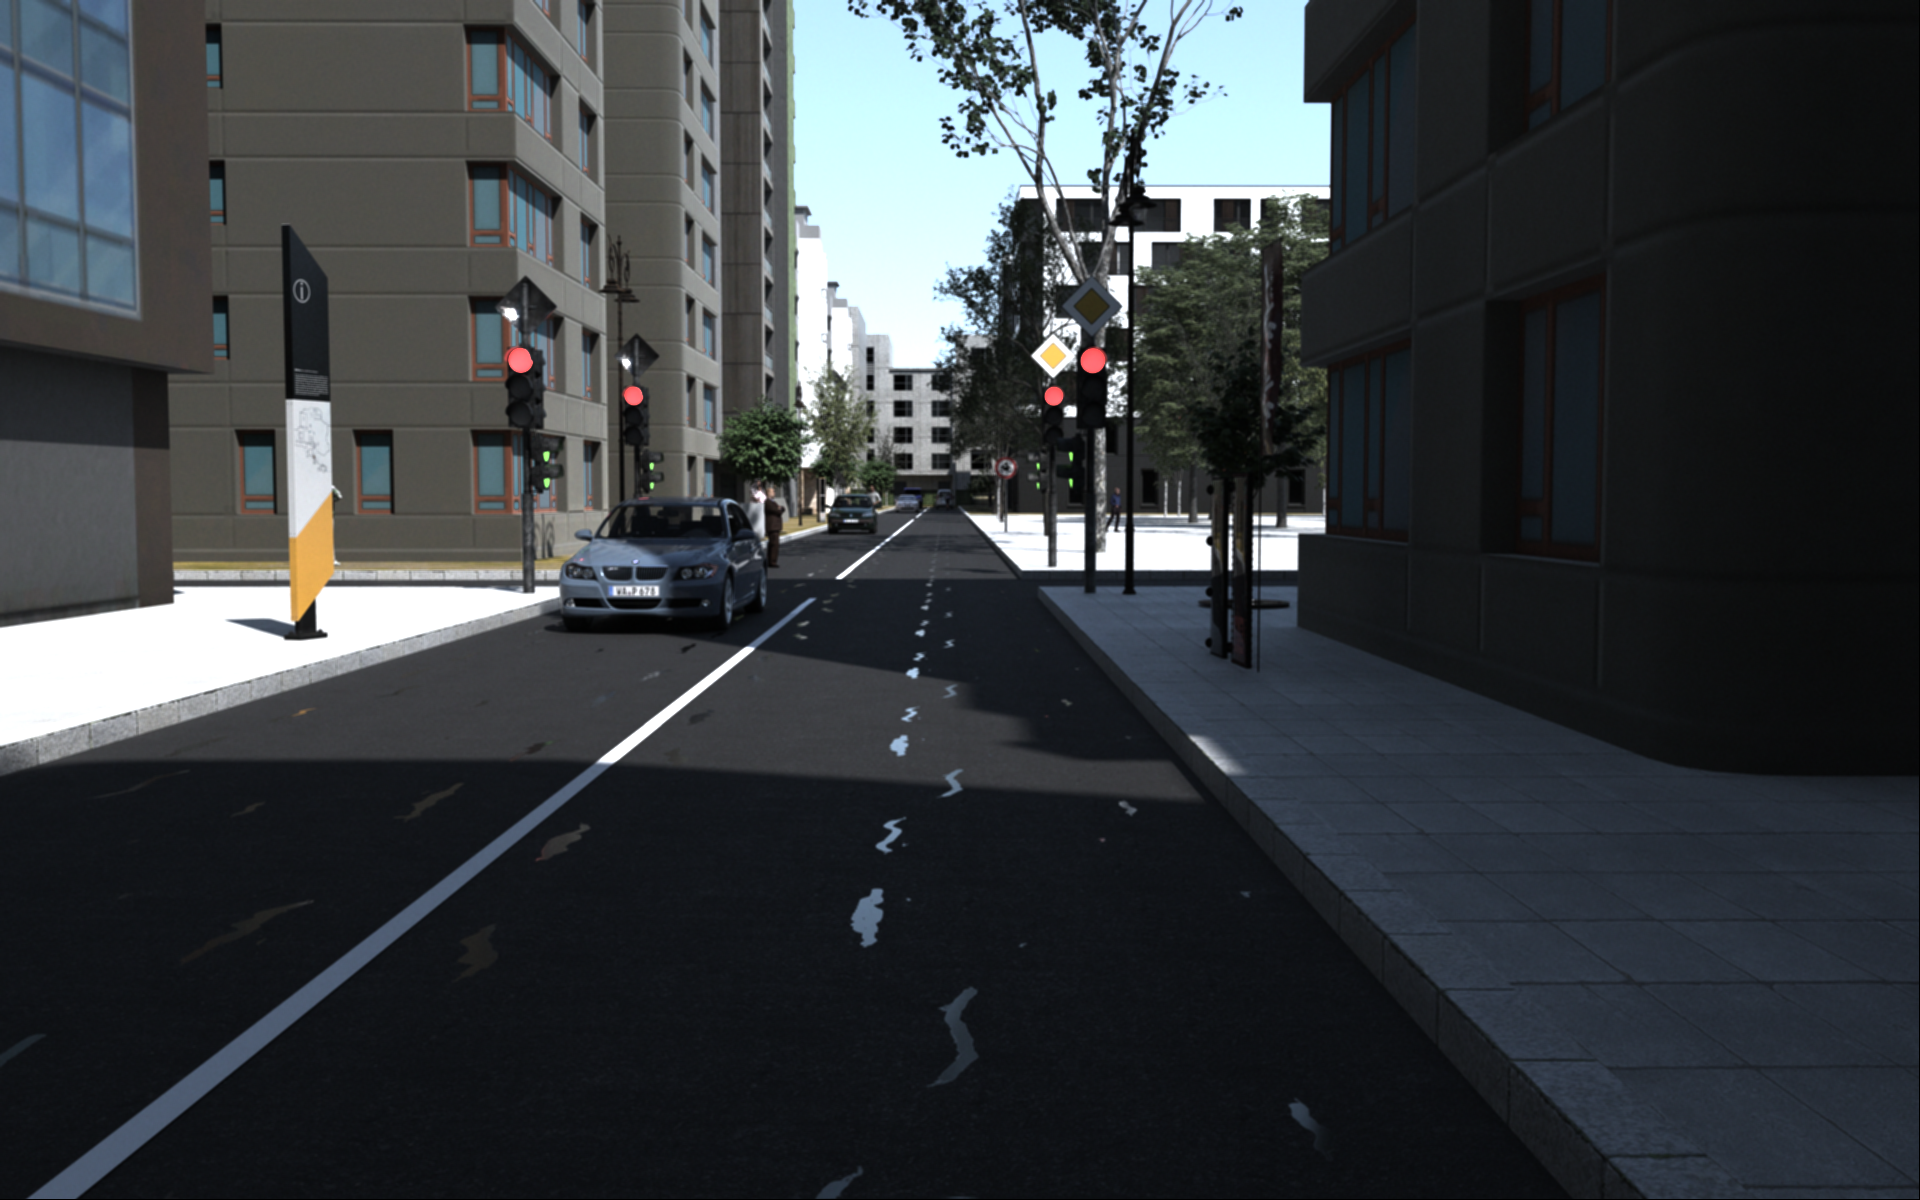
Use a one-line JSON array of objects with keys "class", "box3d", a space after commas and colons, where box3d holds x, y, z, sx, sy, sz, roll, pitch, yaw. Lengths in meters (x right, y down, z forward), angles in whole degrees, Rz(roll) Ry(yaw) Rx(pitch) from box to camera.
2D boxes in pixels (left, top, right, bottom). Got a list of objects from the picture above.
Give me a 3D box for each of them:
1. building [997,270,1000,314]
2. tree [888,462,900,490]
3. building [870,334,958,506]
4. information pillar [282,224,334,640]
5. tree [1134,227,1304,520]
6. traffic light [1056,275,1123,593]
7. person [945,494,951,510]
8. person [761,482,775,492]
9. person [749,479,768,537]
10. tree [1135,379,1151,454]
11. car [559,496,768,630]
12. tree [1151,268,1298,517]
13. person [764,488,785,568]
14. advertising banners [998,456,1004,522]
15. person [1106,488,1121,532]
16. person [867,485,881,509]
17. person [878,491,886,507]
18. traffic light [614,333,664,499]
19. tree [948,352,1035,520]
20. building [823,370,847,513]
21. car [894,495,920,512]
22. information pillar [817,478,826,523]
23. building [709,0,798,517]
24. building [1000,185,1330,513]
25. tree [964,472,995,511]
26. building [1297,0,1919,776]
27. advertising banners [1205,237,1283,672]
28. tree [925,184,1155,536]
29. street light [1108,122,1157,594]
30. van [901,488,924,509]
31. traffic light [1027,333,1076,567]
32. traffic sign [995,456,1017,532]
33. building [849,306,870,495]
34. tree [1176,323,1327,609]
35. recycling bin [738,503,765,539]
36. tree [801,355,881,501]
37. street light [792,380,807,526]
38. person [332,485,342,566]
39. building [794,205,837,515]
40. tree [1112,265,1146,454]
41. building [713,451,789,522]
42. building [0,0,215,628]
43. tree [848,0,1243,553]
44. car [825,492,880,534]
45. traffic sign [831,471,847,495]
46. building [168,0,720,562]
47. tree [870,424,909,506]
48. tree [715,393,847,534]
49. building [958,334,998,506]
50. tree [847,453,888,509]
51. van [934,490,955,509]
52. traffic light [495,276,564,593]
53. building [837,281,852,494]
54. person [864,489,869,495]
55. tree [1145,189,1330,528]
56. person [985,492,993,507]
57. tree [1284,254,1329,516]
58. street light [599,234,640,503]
[{"class": "building", "box3d": [17.412, -19.555, 163.698, 27.936, 21.610, 32.646, 0, 4, 0]}, {"class": "tree", "box3d": [-7.351, -10.062, 148.222, 4.285, 4.588, 4.351, 0, 3, 0]}, {"class": "building", "box3d": [-16.311, -20.365, 199.431, 31.486, 18.905, 16.747, 0, 4, 0]}, {"class": "information pillar", "box3d": [-5.775, -1.467, 15.337, 0.183, 3.616, 0.504, 1, 4, 21]}, {"class": "tree", "box3d": [12.474, -10.877, 84.494, 9.857, 13.997, 8.962, 0, 3, 0]}, {"class": "traffic light", "box3d": [1.673, -2.048, 22.403, 0.839, 4.253, 0.868, 0, 4, 0]}, {"class": "person", "box3d": [-1.004, -8.601, 152.360, 0.421, 1.427, 0.697, 3, 4, 36]}, {"class": "person", "box3d": [-6.624, -3.191, 59.014, 0.445, 1.727, 0.742, 2, 4, 31]}, {"class": "person", "box3d": [-6.075, -2.772, 52.033, 0.621, 1.740, 0.551, 2, 4, 29]}, {"class": "tree", "box3d": [11.584, -8.869, 95.363, 4.360, 8.622, 3.978, 0, 3, 0]}, {"class": "car", "box3d": [-3.264, -0.474, 19.749, 2.014, 1.417, 4.499, 0, 4, 1]}, {"class": "tree", "box3d": [8.836, -6.440, 55.654, 4.360, 8.622, 3.978, 0, 3, 0]}, {"class": "person", "box3d": [-3.625, -1.412, 33.863, 0.388, 1.546, 0.482, 0, 4, 7]}, {"class": "advertising banners", "box3d": [1.868, -5.088, 79.372, 0.090, 3.025, 2.074, 0, 4, -5]}, {"class": "person", "box3d": [5.234, -3.039, 58.420, 0.574, 1.496, 0.600, -1, 4, -16]}, {"class": "person", "box3d": [-3.630, -3.771, 70.302, 0.875, 1.805, 0.789, 2, 4, 24]}, {"class": "person", "box3d": [-7.642, -9.758, 165.604, 1.348, 1.822, 0.705, 1, 4, 19]}, {"class": "traffic light", "box3d": [-5.632, -2.532, 30.313, 0.839, 4.253, 0.868, 0, 4, 0]}, {"class": "tree", "box3d": [1.736, -8.310, 86.230, 4.360, 8.622, 3.978, 0, 3, 0]}, {"class": "building", "box3d": [-13.112, -11.577, 131.430, 9.099, 9.664, 28.070, 0, 4, 0]}, {"class": "car", "box3d": [-4.184, -7.645, 137.361, 2.083, 1.381, 4.827, 0, 4, -2]}, {"class": "information pillar", "box3d": [-6.257, -4.501, 78.077, 0.304, 2.012, 0.304, -2, 4, -32]}, {"class": "building", "box3d": [-16.350, -24.986, 92.108, 14.154, 41.232, 14.086, 0, 4, 0]}, {"class": "building", "box3d": [17.762, -17.562, 131.115, 27.936, 21.610, 32.646, 0, 4, 0]}, {"class": "tree", "box3d": [1.657, -8.391, 131.790, 1.663, 3.219, 1.824, 0, 3, 0]}, {"class": "building", "box3d": [17.215, -9.591, 1.850, 27.650, 21.520, 28.899, 0, 4, 0]}, {"class": "advertising banners", "box3d": [2.105, -1.022, 12.900, 0.090, 3.025, 2.074, 0, 4, -4]}, {"class": "tree", "box3d": [2.376, -7.235, 52.699, 7.601, 10.594, 8.767, 0, 4, 6]}, {"class": "street light", "box3d": [2.173, -3.013, 22.043, 0.468, 5.910, 1.993, 0, 4, 0]}, {"class": "van", "box3d": [-4.640, -10.107, 169.639, 2.240, 2.365, 5.245, 0, 4, -2]}, {"class": "traffic light", "box3d": [1.609, -2.536, 30.388, 0.839, 4.253, 0.868, 0, 4, 0]}, {"class": "traffic sign", "box3d": [1.558, -3.581, 58.654, 0.768, 2.556, 0.104, 0, 4, 4]}, {"class": "building", "box3d": [-25.329, -18.625, 170.969, 31.486, 18.905, 16.747, 0, 4, 0]}, {"class": "tree", "box3d": [3.382, -1.535, 19.699, 1.663, 3.219, 1.824, 0, 3, 0]}, {"class": "recycling bin", "box3d": [-5.956, -2.240, 49.178, 0.722, 1.027, 0.722, -1, 4, -16]}, {"class": "tree", "box3d": [-6.561, -8.642, 91.654, 4.737, 8.622, 4.395, 0, 3, 0]}, {"class": "street light", "box3d": [-6.473, -5.952, 70.101, 0.468, 5.910, 1.993, 0, 4, 0]}, {"class": "person", "box3d": [-11.451, -1.484, 31.036, 0.841, 1.734, 0.376, 0, 4, 1]}, {"class": "building", "box3d": [-16.489, -15.595, 111.394, 16.016, 20.091, 11.380, 0, 4, 0]}, {"class": "tree", "box3d": [10.344, -9.598, 75.057, 7.486, 12.596, 7.792, 0, 3, 0]}, {"class": "building", "box3d": [-24.089, -23.314, 73.072, 32.217, 40.220, 23.993, 0, 4, 0]}, {"class": "building", "box3d": [-15.875, -22.156, 12.360, 14.200, 45.320, 14.600, 0, 4, 0]}, {"class": "tree", "box3d": [1.871, -11.170, 38.521, 12.611, 20.169, 13.585, 0, 3, 0]}, {"class": "car", "box3d": [-3.909, -3.275, 63.333, 2.009, 1.686, 4.222, 0, 4, -1]}, {"class": "traffic sign", "box3d": [-6.597, -5.783, 94.551, 0.884, 2.594, 0.081, 0, 4, 0]}, {"class": "building", "box3d": [-22.235, -12.318, 46.433, 27.650, 21.520, 28.899, 0, 4, 0]}, {"class": "tree", "box3d": [-7.654, -14.244, 183.253, 4.360, 8.622, 3.978, 0, 3, 0]}, {"class": "tree", "box3d": [-6.306, -4.454, 56.536, 4.285, 4.588, 4.351, 0, 3, 0]}, {"class": "building", "box3d": [15.224, -20.421, 200.348, 31.486, 18.905, 16.747, 0, 4, 0]}, {"class": "tree", "box3d": [-7.507, -7.356, 103.981, 4.285, 4.588, 4.351, 0, 3, 0]}, {"class": "van", "box3d": [-1.479, -9.617, 164.247, 2.013, 2.044, 4.112, 0, 4, -2]}, {"class": "traffic light", "box3d": [-5.568, -2.043, 22.329, 0.839, 4.253, 0.868, 0, 4, 0]}, {"class": "building", "box3d": [-17.398, -18.051, 151.549, 16.016, 20.091, 11.380, 0, 4, 0]}, {"class": "person", "box3d": [-7.675, -8.424, 144.494, 1.217, 1.735, 0.721, 0, 4, 4]}, {"class": "tree", "box3d": [12.466, -8.966, 64.719, 7.486, 12.596, 7.792, 0, 3, 0]}, {"class": "person", "box3d": [2.876, -10.277, 174.602, 0.750, 1.759, 0.617, -1, 4, -21]}, {"class": "tree", "box3d": [11.511, -6.069, 49.592, 4.737, 8.622, 4.395, 0, 3, 0]}, {"class": "street light", "box3d": [-6.082, -3.565, 31.081, 0.468, 5.910, 1.993, 0, 4, 0]}]
